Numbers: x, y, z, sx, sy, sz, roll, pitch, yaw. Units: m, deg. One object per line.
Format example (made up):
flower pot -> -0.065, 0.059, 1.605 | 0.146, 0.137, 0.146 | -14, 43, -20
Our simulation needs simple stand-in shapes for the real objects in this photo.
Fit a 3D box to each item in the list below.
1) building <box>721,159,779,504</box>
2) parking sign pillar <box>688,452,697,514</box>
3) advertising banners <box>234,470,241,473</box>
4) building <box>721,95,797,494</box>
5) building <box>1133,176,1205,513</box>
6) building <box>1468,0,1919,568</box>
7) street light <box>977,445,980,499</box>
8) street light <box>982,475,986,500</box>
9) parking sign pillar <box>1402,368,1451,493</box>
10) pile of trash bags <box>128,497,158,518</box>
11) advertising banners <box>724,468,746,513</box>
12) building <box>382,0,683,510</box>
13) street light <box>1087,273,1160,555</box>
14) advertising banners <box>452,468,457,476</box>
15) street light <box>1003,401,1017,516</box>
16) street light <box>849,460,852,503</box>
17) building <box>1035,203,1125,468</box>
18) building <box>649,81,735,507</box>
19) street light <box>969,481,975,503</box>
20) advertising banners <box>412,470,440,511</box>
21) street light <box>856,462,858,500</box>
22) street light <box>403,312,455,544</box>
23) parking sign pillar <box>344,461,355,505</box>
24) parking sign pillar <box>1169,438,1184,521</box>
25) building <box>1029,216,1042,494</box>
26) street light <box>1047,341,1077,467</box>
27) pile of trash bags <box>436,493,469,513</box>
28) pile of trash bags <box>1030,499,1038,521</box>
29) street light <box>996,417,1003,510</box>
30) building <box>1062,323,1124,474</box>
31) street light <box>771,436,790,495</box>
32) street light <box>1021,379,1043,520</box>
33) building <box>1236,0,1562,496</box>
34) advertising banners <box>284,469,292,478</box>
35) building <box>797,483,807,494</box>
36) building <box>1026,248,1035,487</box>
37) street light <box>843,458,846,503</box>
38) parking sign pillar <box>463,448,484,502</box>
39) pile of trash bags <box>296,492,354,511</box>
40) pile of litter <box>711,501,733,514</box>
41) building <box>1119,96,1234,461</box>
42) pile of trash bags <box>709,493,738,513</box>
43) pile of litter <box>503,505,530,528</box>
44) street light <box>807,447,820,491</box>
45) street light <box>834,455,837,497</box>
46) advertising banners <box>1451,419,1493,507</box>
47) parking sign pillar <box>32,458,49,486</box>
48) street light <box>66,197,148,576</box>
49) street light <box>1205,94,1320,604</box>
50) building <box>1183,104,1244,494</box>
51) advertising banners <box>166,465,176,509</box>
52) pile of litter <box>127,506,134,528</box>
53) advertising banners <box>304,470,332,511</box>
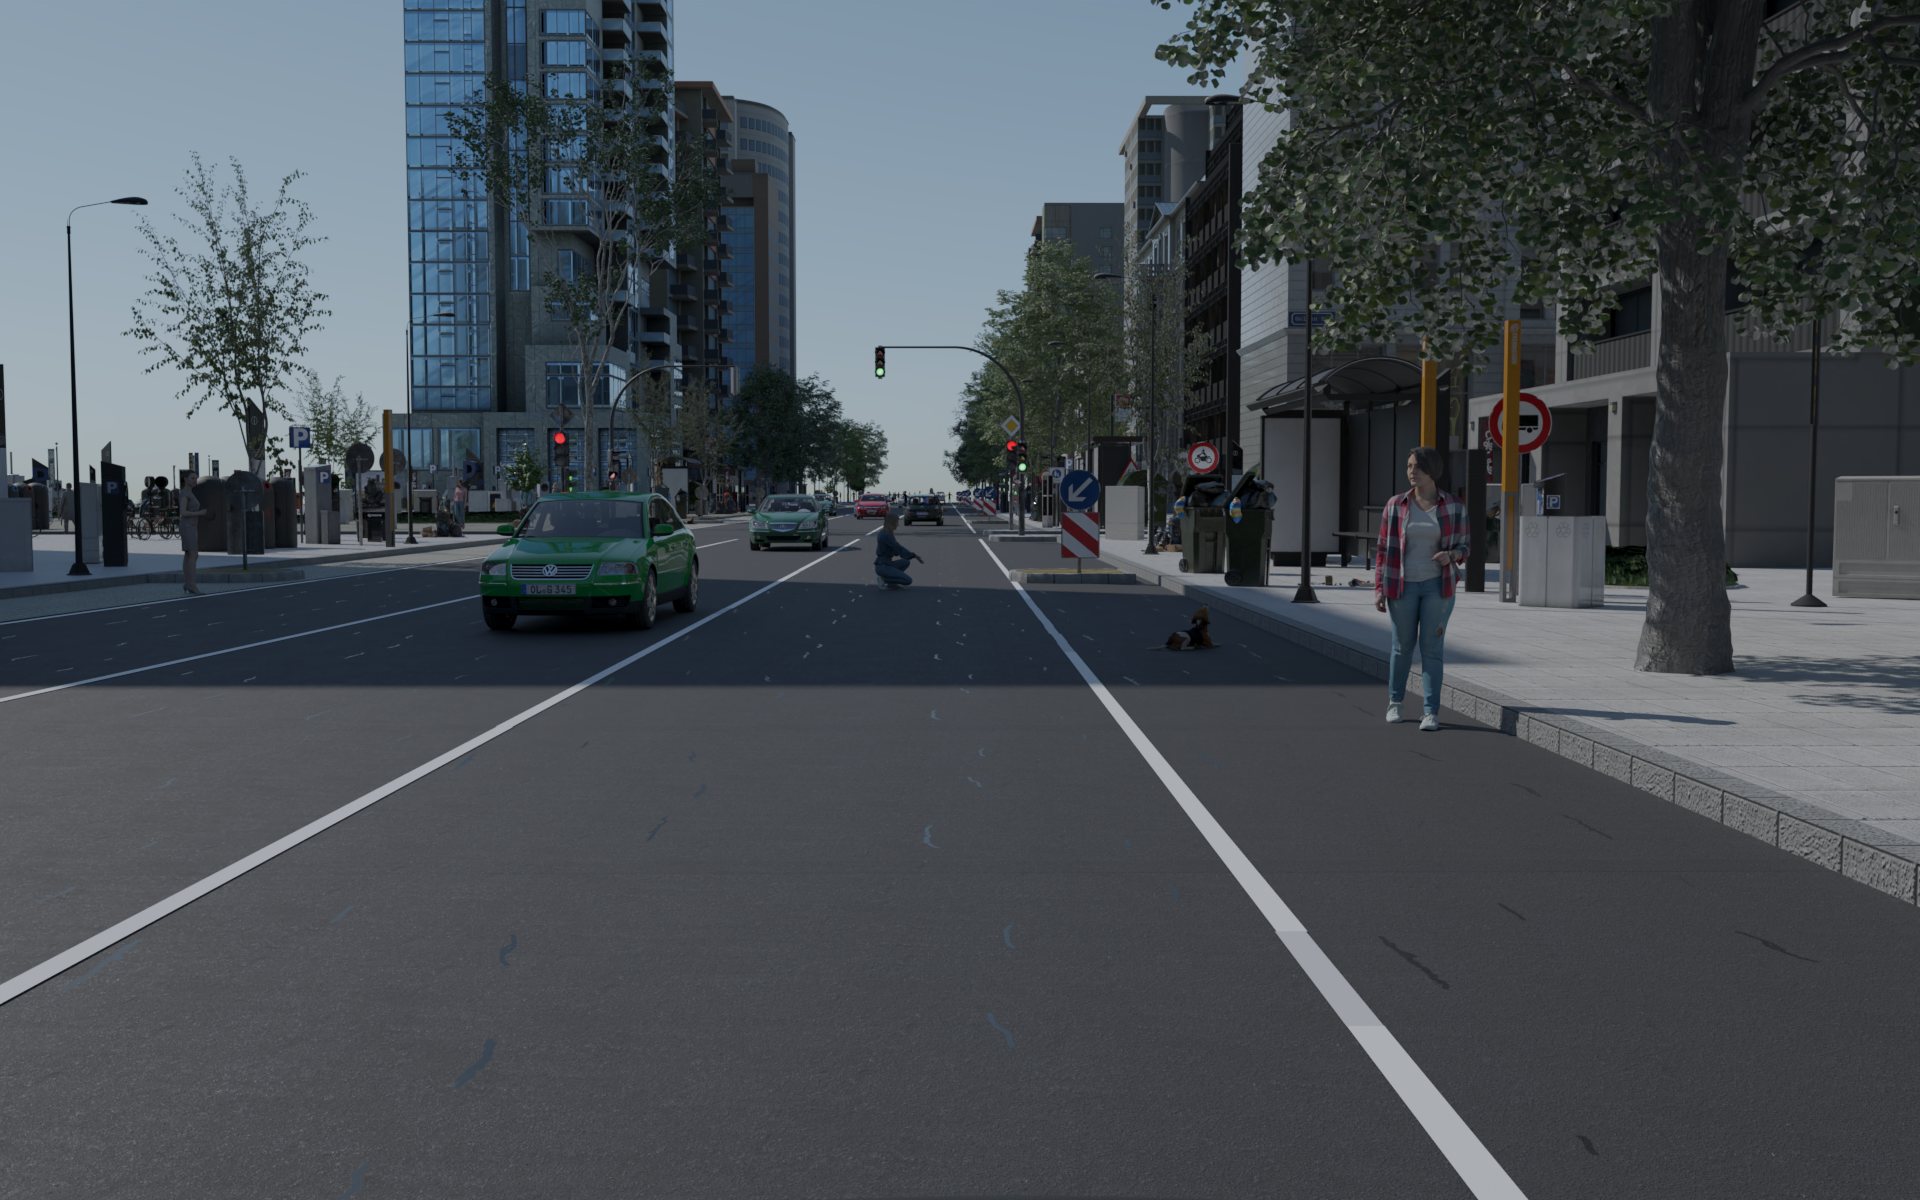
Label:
building -> -32.128, -35.790, 235.283 | 14.600, 45.320, 14.200 | 0, 4, -1
parking sign pillar -> -17.266, -7.538, 111.719 | 1.447, 3.967, 1.447 | 0, 4, -4
advertising banners -> -52.518, -7.818, 124.008 | 2.074, 3.025, 0.090 | -2, 4, -31
building -> -35.965, -43.711, 256.674 | 21.231, 58.520, 28.212 | 0, 4, -1
building -> 19.239, -18.340, 118.937 | 14.460, 24.649, 34.723 | 0, 4, -1
building -> 23.409, -36.344, 32.469 | 20.563, 71.187, 20.611 | 0, 4, -1
street light -> 2.383, -11.573, 161.766 | 1.470, 5.913, 1.316 | 0, 4, -1
street light -> 2.596, -10.552, 145.068 | 1.470, 5.913, 1.316 | 0, 4, -1
parking sign pillar -> 9.827, -2.973, 37.075 | 1.447, 3.967, 1.447 | -2, 4, -25
pile of trash bags -> -42.833, -4.821, 88.583 | 3.447, 1.369, 1.912 | -1, 4, -17
advertising banners -> -15.432, -7.500, 118.813 | 0.090, 3.025, 2.074 | 3, 4, 38
building -> -35.855, -51.197, 149.747 | 22.319, 86.520, 31.000 | 0, 4, -1
street light -> 3.517, -3.917, 36.576 | 1.470, 5.913, 1.316 | 0, 4, -1
advertising banners -> -33.118, -7.286, 115.309 | 0.090, 3.025, 2.074 | 1, 4, 22
street light -> 3.061, -6.974, 86.564 | 1.470, 5.913, 1.316 | 0, 4, -1
street light -> -15.332, -16.175, 236.997 | 1.470, 5.913, 1.316 | 0, 4, -1
building -> 18.473, -34.325, 244.806 | 14.154, 41.232, 14.086 | 0, 4, -1
building -> -35.540, -32.188, 180.904 | 22.147, 44.769, 28.867 | 0, 4, -1
street light -> 2.009, -13.642, 195.581 | 1.470, 5.913, 1.316 | 0, 4, -1
advertising banners -> -38.583, -7.870, 124.870 | 2.074, 3.025, 0.090 | -1, 4, -23
street light -> -15.512, -17.209, 253.914 | 1.470, 5.913, 1.316 | 0, 4, -1
street light -> -13.578, -4.393, 44.362 | 1.470, 5.913, 1.316 | 0, 4, -1
parking sign pillar -> -44.857, -8.547, 128.216 | 1.447, 3.967, 1.447 | 2, 4, 35
parking sign pillar -> 10.811, -5.812, 83.491 | 1.447, 3.967, 1.447 | 1, 4, 11
building -> 22.079, -37.403, 266.169 | 22.147, 44.769, 28.867 | 0, 4, -1
street light -> 3.391, -4.912, 52.859 | 1.470, 5.913, 1.316 | 0, 4, -1
pile of trash bags -> -37.156, -7.336, 129.689 | 3.447, 1.369, 1.912 | -3, 5, -40
pile of trash bags -> 4.325, -4.487, 83.115 | 1.912, 1.369, 3.447 | 0, 4, 2
street light -> 2.916, -8.002, 103.373 | 1.470, 5.913, 1.316 | 0, 4, -1
building -> 25.947, -21.073, 189.580 | 27.650, 21.520, 28.899 | 0, 4, -1
street light -> -14.483, -10.104, 137.739 | 1.470, 5.913, 1.316 | 0, 4, -1
street light -> 3.177, -5.978, 70.282 | 1.470, 5.913, 1.316 | 0, 4, -1
building -> 27.795, -18.164, 74.471 | 29.804, 29.767, 11.434 | 0, 4, -1
advertising banners -> -46.792, -7.482, 118.523 | 2.074, 3.025, 0.090 | -2, 4, -24
building -> -41.589, -36.169, 283.237 | 32.217, 40.220, 23.993 | 0, 4, -1
building -> 18.039, -36.998, 288.503 | 14.154, 41.232, 14.086 | 0, 4, -1
street light -> -15.210, -15.179, 220.715 | 1.470, 5.913, 1.316 | 0, 4, -1
parking sign pillar -> -28.295, -6.863, 100.680 | 1.447, 3.967, 1.447 | 2, 4, 33
pile of trash bags -> -35.145, -5.257, 95.710 | 3.447, 1.369, 1.912 | 0, 4, -8
pile of litter -> -15.216, -5.886, 110.193 | 1.719, 0.858, 1.176 | 2, 4, 25
building -> 28.247, -28.761, 162.121 | 32.217, 40.220, 23.993 | 0, 4, -1
pile of trash bags -> -15.814, -6.508, 116.155 | 1.912, 1.369, 3.447 | 0, 4, -1
pile of litter -> -16.783, -3.170, 65.797 | 1.176, 0.858, 1.719 | -1, 4, -9
street light -> -14.832, -12.142, 171.065 | 1.470, 5.913, 1.316 | 0, 4, -1
street light -> -15.142, -14.206, 204.813 | 1.470, 5.913, 1.316 | 0, 4, -1
advertising banners -> 11.640, -2.678, 39.979 | 2.074, 3.025, 0.090 | -2, 4, -29
parking sign pillar -> -67.768, -8.527, 127.888 | 1.447, 3.967, 1.447 | -1, 4, -20
street light -> -13.385, -3.344, 27.208 | 1.470, 5.913, 1.316 | 0, 4, -1
street light -> 3.543, -2.921, 20.293 | 1.470, 5.913, 1.316 | 0, 4, -1
building -> 19.381, -16.150, 93.733 | 12.332, 23.373, 15.834 | 0, 4, -1
advertising banners -> -47.492, -6.613, 104.302 | 0.090, 3.025, 2.074 | -1, 4, -9
pile of litter -> -31.753, -3.151, 65.481 | 1.176, 0.858, 1.719 | -1, 4, -17
advertising banners -> -46.643, -7.929, 125.830 | 2.074, 3.025, 0.090 | -3, 5, -42
